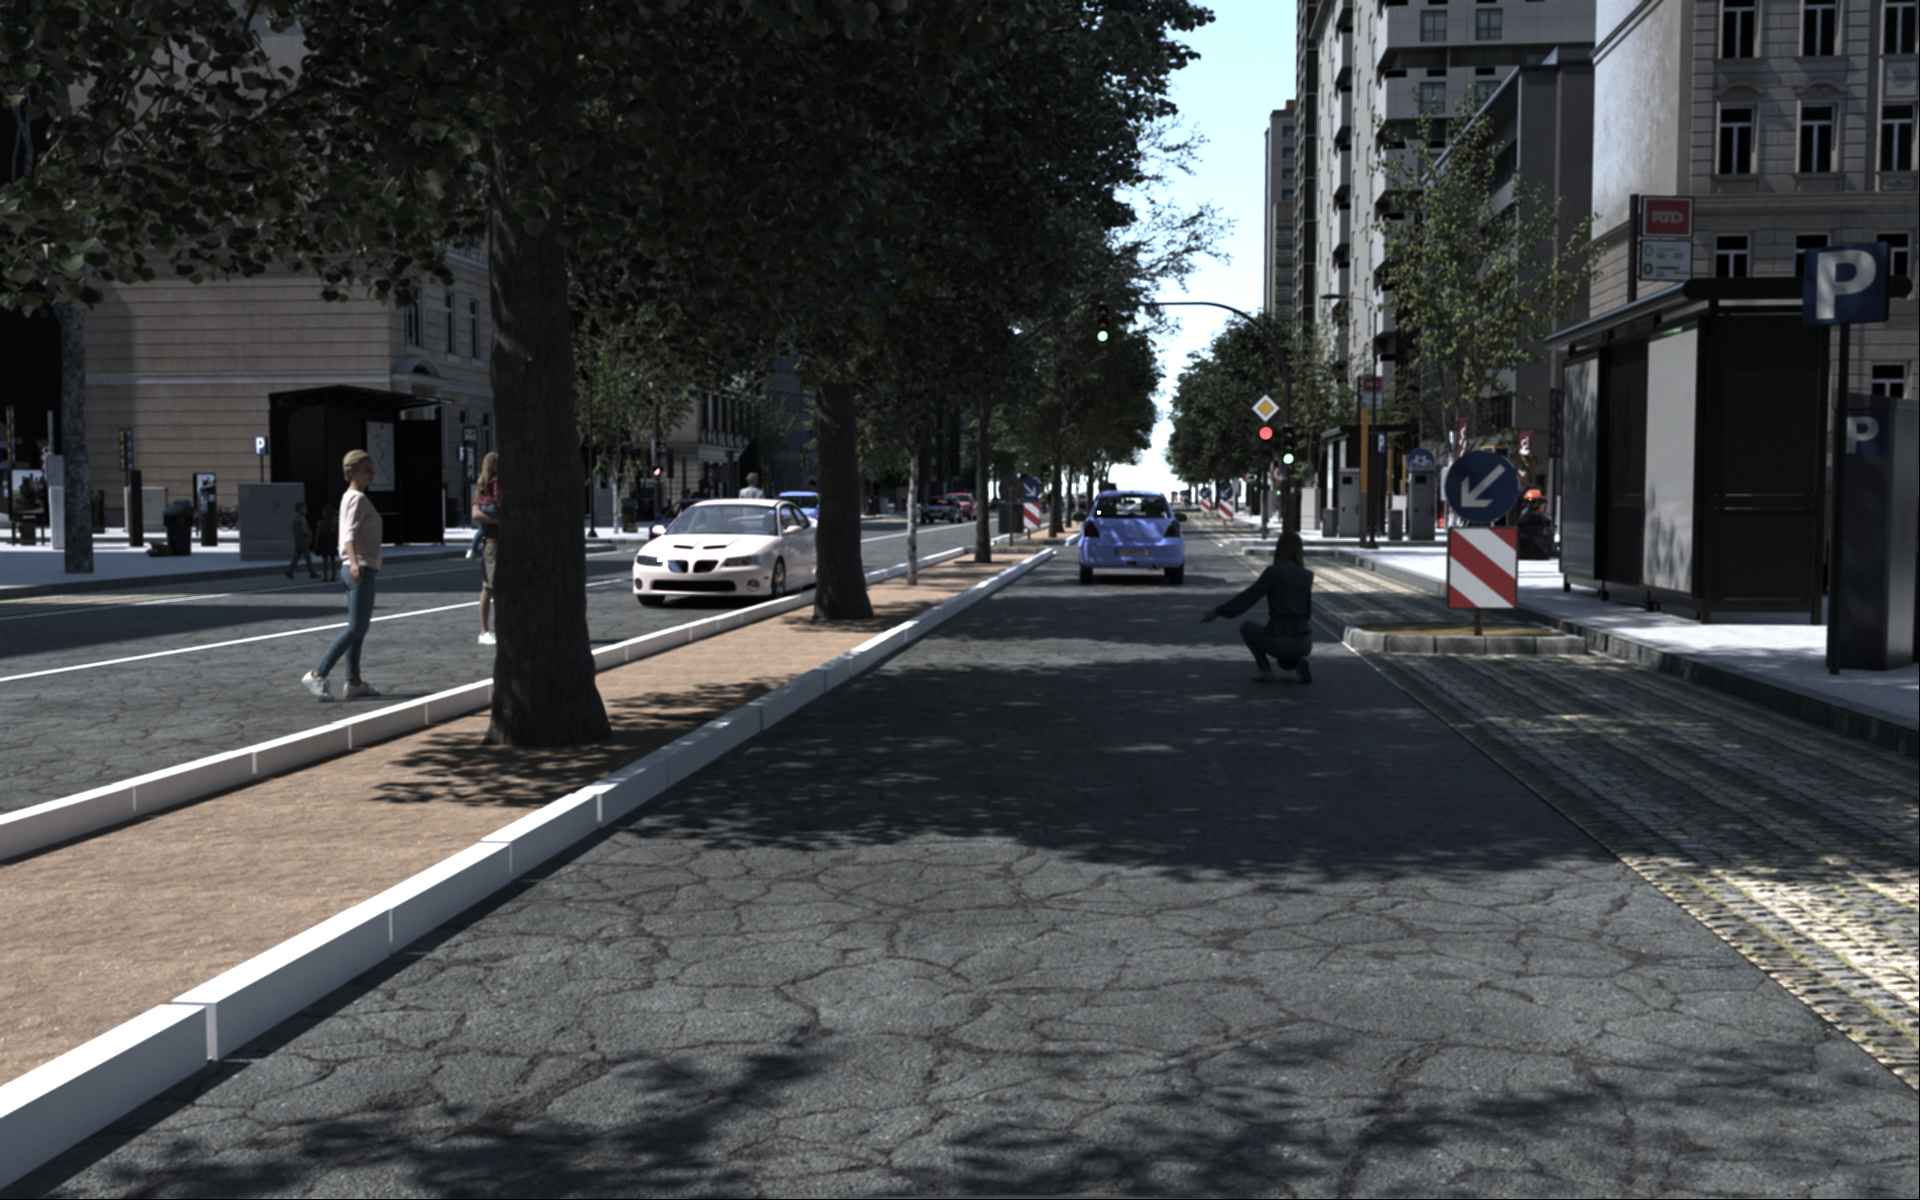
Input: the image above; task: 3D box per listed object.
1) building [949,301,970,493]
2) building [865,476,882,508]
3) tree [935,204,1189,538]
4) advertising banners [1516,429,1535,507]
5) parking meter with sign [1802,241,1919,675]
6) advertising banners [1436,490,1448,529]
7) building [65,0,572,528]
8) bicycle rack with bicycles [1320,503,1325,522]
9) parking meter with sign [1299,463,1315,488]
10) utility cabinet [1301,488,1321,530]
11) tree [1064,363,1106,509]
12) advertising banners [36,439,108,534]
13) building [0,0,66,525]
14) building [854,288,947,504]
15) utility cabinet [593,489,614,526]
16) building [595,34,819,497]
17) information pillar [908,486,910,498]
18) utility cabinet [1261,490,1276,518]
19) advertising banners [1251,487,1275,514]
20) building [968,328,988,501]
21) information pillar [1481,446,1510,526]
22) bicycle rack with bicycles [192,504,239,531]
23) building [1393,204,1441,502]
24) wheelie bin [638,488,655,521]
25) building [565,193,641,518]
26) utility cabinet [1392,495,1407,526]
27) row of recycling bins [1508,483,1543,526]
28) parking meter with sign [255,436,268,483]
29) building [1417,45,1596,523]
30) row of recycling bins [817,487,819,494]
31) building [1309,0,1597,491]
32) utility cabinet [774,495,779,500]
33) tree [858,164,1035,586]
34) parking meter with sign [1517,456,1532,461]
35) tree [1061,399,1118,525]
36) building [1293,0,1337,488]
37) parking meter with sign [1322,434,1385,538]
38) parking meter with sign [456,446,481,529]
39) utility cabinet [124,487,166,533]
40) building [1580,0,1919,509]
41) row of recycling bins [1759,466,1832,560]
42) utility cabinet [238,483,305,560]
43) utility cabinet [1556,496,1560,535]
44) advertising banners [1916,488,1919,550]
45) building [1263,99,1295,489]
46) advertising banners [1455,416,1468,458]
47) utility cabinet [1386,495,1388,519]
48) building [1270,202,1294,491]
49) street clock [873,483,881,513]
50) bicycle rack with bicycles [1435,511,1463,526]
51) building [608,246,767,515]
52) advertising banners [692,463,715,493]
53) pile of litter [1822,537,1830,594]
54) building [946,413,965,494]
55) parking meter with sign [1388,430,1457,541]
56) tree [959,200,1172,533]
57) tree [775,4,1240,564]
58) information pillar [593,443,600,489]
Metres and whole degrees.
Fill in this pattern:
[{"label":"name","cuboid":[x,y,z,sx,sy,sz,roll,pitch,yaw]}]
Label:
[{"label":"building","cuboid":[-6.066,-37.558,264.184,14.600,45.320,14.200,0,4,6]},{"label":"building","cuboid":[-24.491,-29.179,168.951,32.217,40.220,23.993,0,4,6]},{"label":"tree","cuboid":[2.952,-7.272,55.763,8.767,10.594,7.601,0,4,6]},{"label":"advertising banners","cuboid":[14.879,-3.151,47.707,0.090,3.025,2.074,-3,4,-39]},{"label":"parking meter with sign","cuboid":[6.801,-1.012,12.803,1.738,3.016,0.543,-3,5,-45]},{"label":"advertising banners","cuboid":[17.767,-4.133,63.756,0.090,3.025,2.074,-2,4,-34]},{"label":"building","cuboid":[-26.194,-17.619,73.981,13.634,28.700,20.117,0,4,6]},{"label":"bicycle rack with bicycles","cuboid":[14.926,-3.371,68.492,2.852,0.926,2.925,2,4,30]},{"label":"parking meter with sign","cuboid":[19.318,-6.058,95.309,0.543,3.016,1.738,-1,4,-16]},{"label":"utility cabinet","cuboid":[12.388,-3.264,62.052,0.318,1.500,1.173,-3,4,-36]},{"label":"tree","cuboid":[5.220,-8.055,84.520,4.737,8.622,4.395,0,3,0]},{"label":"advertising banners","cuboid":[-28.543,-3.639,55.689,0.090,3.025,2.074,3,5,45]},{"label":"building","cuboid":[-46.096,-14.740,70.671,15.834,23.373,12.332,0,4,6]},{"label":"building","cuboid":[-9.478,-27.973,229.058,14.160,30.474,14.107,0,4,6]},{"label":"utility cabinet","cuboid":[-14.227,-3.703,69.223,0.318,1.500,1.173,1,4,22]},{"label":"building","cuboid":[-22.231,-36.665,141.466,21.231,58.520,28.212,0,4,6]},{"label":"information pillar","cuboid":[-3.477,-7.955,121.424,0.183,3.616,0.504,2,4,30]},{"label":"utility cabinet","cuboid":[16.197,-5.060,91.403,0.318,1.500,1.173,0,4,-6]},{"label":"advertising banners","cuboid":[19.615,-7.026,111.055,2.074,3.025,0.090,0,4,-4]},{"label":"building","cuboid":[-3.104,-36.366,278.183,14.154,41.232,14.086,0,4,6]},{"label":"information pillar","cuboid":[8.227,-1.357,26.674,0.304,2.012,0.304,-1,4,-23]},{"label":"bicycle rack with bicycles","cuboid":[-25.882,-2.912,60.999,2.925,0.926,2.852,-2,4,-33]},{"label":"building","cuboid":[35.873,-17.347,113.300,12.332,23.373,15.834,0,4,6]},{"label":"wheelie bin","cuboid":[-15.014,-4.616,83.386,0.980,1.594,0.693,0,4,-1]},{"label":"building","cuboid":[-26.182,-13.810,93.239,16.820,18.784,16.811,0,4,6]},{"label":"utility cabinet","cuboid":[18.109,-3.646,70.778,0.306,1.237,1.020,-2,4,-24]},{"label":"row of recycling bins","cuboid":[20.116,-3.427,63.148,3.534,1.692,1.069,-3,5,-40]},{"label":"parking meter with sign","cuboid":[-20.663,-3.480,53.156,0.543,3.016,1.738,2,4,35]},{"label":"building","cuboid":[33.316,-16.579,90.134,14.314,24.678,30.058,0,4,6]},{"label":"row of recycling bins","cuboid":[-7.599,-5.580,98.352,1.069,1.692,3.534,-2,4,-28]},{"label":"building","cuboid":[49.934,-35.566,170.746,28.713,52.752,27.495,0,4,6]},{"label":"utility cabinet","cuboid":[-8.908,-4.696,87.934,1.020,1.237,0.306,0,4,8]},{"label":"tree","cuboid":[-0.756,-4.533,26.942,4.737,8.622,4.395,0,3,0]},{"label":"parking meter with sign","cuboid":[22.368,-4.479,69.485,0.543,3.016,1.738,2,4,35]},{"label":"tree","cuboid":[5.367,-7.711,78.891,4.360,8.622,3.978,0,3,0]},{"label":"building","cuboid":[52.362,-48.141,225.352,20.563,71.187,20.611,0,4,6]},{"label":"parking meter with sign","cuboid":[11.478,-3.328,50.671,1.738,3.016,0.543,2,4,35]},{"label":"parking meter with sign","cuboid":[-17.350,-4.067,62.764,1.738,3.016,0.543,2,4,24]},{"label":"utility cabinet","cuboid":[-26.621,-2.931,56.603,1.173,1.500,0.318,-3,4,-37]},{"label":"building","cuboid":[36.456,-16.174,61.710,25.104,27.353,12.463,0,4,6]},{"label":"row of recycling bins","cuboid":[12.697,-1.131,25.613,1.069,1.692,3.534,0,4,8]},{"label":"utility cabinet","cuboid":[-13.296,-1.516,33.473,1.173,1.500,0.318,-2,4,-25]},{"label":"utility cabinet","cuboid":[19.293,-2.698,55.280,0.306,1.237,1.020,2,4,30]},{"label":"advertising banners","cuboid":[19.819,-2.506,37.154,2.074,3.025,0.090,0,4,5]},{"label":"building","cuboid":[56.866,-44.183,264.393,21.231,58.520,28.212,0,4,6]},{"label":"advertising banners","cuboid":[11.458,-2.574,38.274,0.090,3.025,2.074,-1,4,-11]},{"label":"utility cabinet","cuboid":[22.021,-4.765,89.069,0.306,1.237,1.020,-2,4,-30]},{"label":"building","cuboid":[50.904,-34.267,243.852,14.154,41.232,14.086,0,4,6]},{"label":"street clock","cuboid":[-5.409,-6.645,113.220,0.471,2.002,0.358,3,5,41]},{"label":"bicycle rack with bicycles","cuboid":[19.404,-3.292,67.206,2.852,0.926,2.925,0,4,2]},{"label":"building","cuboid":[-19.750,-15.390,116.258,10.561,19.102,19.286,0,4,6]},{"label":"advertising banners","cuboid":[-15.066,-6.335,99.768,2.074,3.025,0.090,-2,4,-28]},{"label":"pile of litter","cuboid":[11.017,-0.480,21.812,1.176,0.858,1.719,-1,4,-14]},{"label":"building","cuboid":[-9.979,-49.407,246.053,20.563,71.187,20.611,0,4,6]},{"label":"parking meter with sign","cuboid":[12.655,-3.134,47.494,1.738,3.016,0.543,0,4,4]},{"label":"tree","cuboid":[3.673,-8.729,63.299,7.486,12.596,7.792,0,3,0]},{"label":"tree","cuboid":[0.453,-7.495,35.373,12.009,13.543,11.850,0,3,0]},{"label":"information pillar","cuboid":[-15.123,-4.943,72.177,0.183,3.616,0.504,1,4,14]}]
